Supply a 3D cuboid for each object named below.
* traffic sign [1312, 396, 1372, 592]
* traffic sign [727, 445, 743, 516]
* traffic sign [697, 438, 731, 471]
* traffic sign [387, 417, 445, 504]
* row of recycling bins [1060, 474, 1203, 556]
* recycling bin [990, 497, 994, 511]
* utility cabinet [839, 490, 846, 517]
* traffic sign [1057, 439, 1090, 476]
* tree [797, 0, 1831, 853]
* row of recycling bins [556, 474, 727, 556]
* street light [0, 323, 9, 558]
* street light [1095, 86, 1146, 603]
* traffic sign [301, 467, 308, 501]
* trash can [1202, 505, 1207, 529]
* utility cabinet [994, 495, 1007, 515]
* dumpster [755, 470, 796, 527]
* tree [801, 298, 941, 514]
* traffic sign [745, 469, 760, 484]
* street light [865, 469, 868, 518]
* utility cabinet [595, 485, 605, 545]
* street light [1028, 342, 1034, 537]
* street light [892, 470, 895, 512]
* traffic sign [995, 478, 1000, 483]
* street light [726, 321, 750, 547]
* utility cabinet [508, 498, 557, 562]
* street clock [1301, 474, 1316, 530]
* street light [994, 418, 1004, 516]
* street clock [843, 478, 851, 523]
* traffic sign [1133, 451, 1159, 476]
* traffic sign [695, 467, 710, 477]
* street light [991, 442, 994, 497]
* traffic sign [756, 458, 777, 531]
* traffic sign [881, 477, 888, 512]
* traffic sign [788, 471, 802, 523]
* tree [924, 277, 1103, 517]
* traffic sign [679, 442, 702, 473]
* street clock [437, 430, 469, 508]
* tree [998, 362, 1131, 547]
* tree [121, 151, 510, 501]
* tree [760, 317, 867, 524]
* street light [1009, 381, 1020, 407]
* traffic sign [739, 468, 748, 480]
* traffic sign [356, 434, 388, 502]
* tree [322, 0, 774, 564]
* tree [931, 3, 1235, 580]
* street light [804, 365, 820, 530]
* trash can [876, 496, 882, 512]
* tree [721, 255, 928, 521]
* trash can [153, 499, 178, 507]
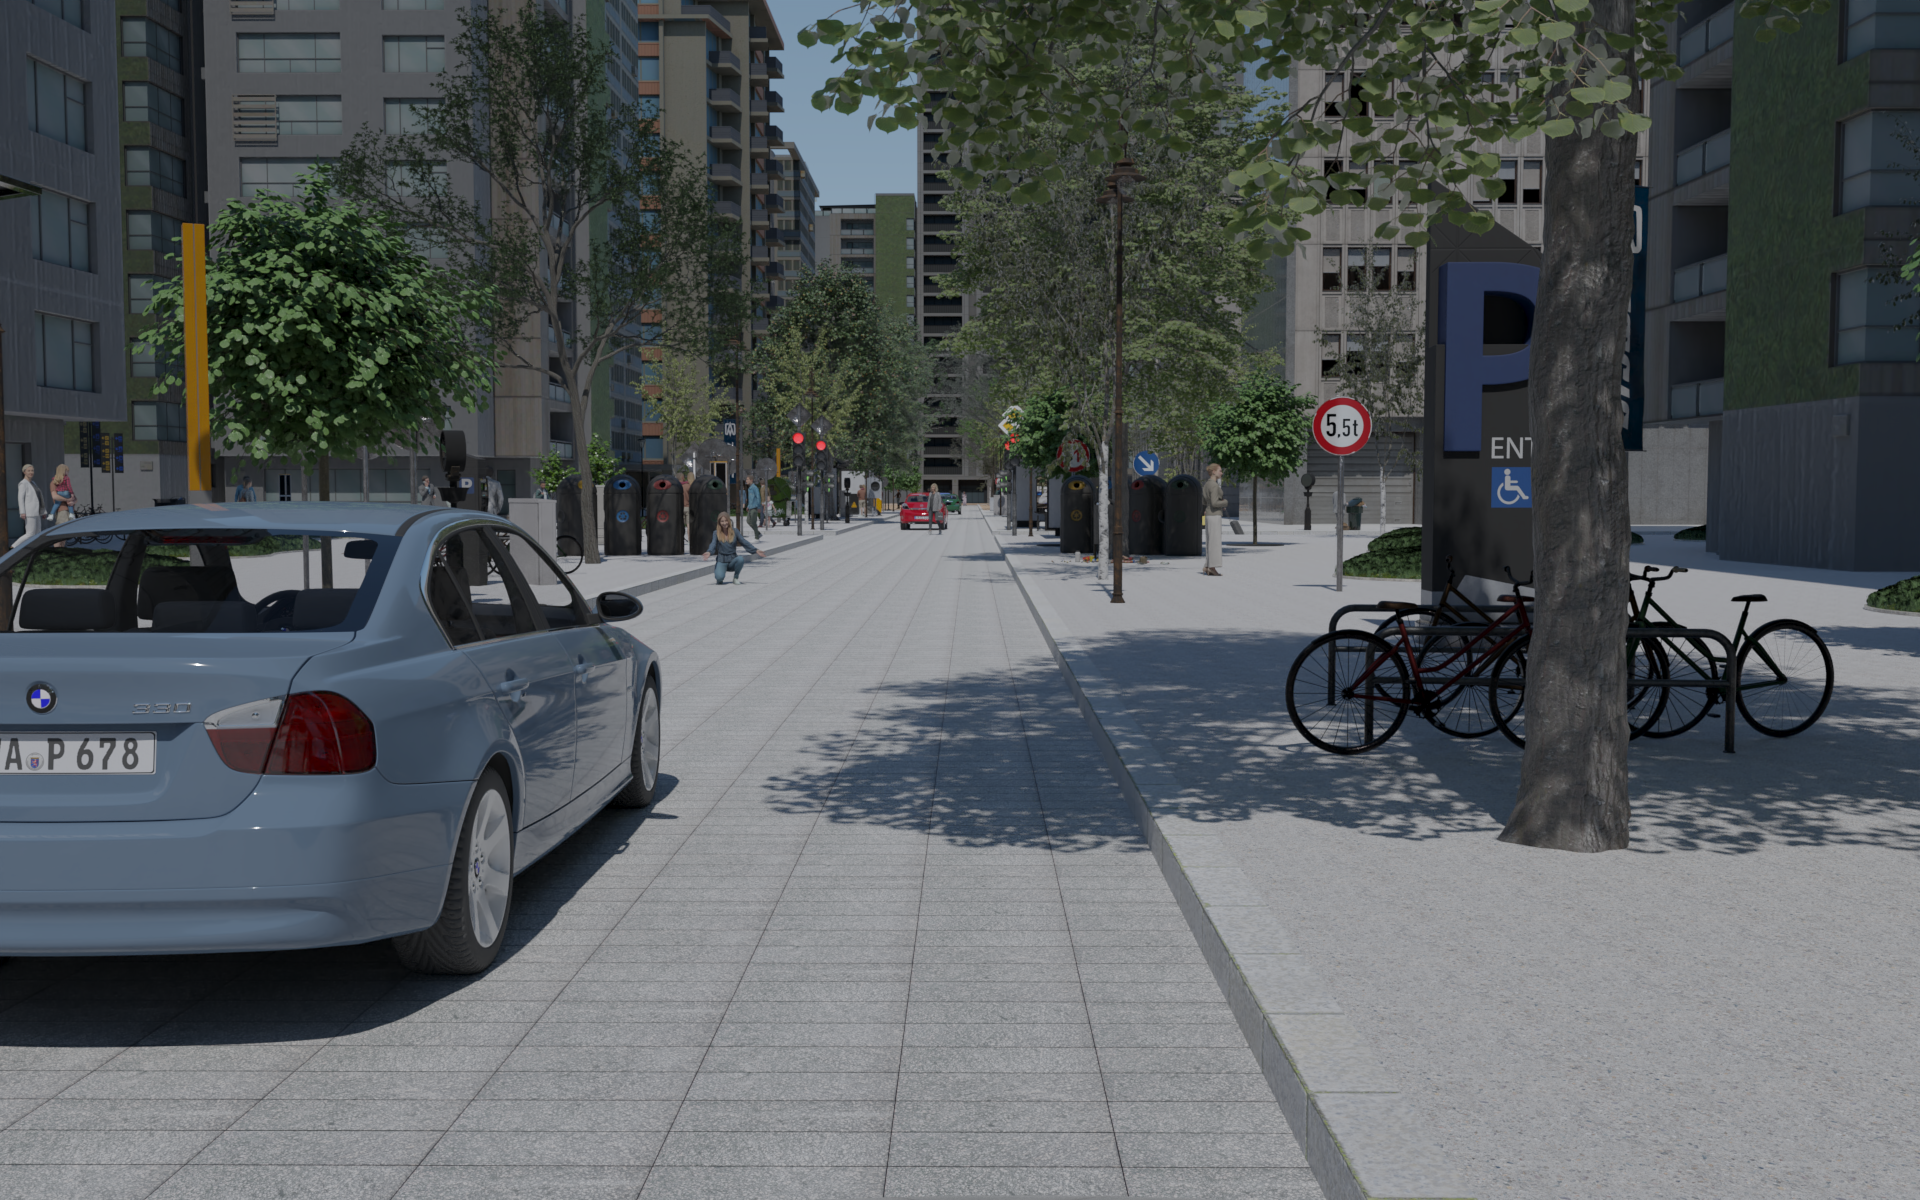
[{"bbox_3d":[4.993,-1.383,22.715,0.768,2.556,0.104,0,4,5],"label":"traffic sign"},{"bbox_3d":[-5.964,-2.719,44.557,0.768,2.556,0.104,0,4,5],"label":"traffic sign"},{"bbox_3d":[-5.599,-2.404,39.405,0.768,2.556,0.104,0,4,2],"label":"traffic sign"},{"bbox_3d":[-6.451,-1.245,20.460,0.768,2.556,0.104,0,4,7],"label":"traffic sign"},{"bbox_3d":[3.632,-1.824,36.939,3.534,1.692,1.069,3,5,40],"label":"row of recycling bins"},{"bbox_3d":[2.684,-7.132,129.164,0.722,1.027,0.722,1,4,23],"label":"recycling bin"},{"bbox_3d":[-6.538,-5.353,96.202,0.318,1.500,1.173,0,4,-7],"label":"utility cabinet"},{"bbox_3d":[2.622,-2.446,40.099,0.768,2.556,0.104,0,4,7],"label":"traffic sign"},{"bbox_3d":[2.673,-5.382,6.128,7.486,12.596,7.792,0,3,0],"label":"tree"},{"bbox_3d":[-6.671,-1.790,36.382,3.534,1.692,1.069,-1,4,-11],"label":"row of recycling bins"},{"bbox_3d":[-5.651,-2.281,10.084,0.468,5.910,1.993,0,4,0],"label":"street light"},{"bbox_3d":[1.859,-2.902,20.239,0.468,5.910,1.993,0,4,0],"label":"street light"},{"bbox_3d":[-7.490,-1.210,19.795,0.884,2.594,0.081,0,4,8],"label":"traffic sign"},{"bbox_3d":[8.997,-3.160,63.327,0.748,1.137,0.748,0,3,0],"label":"trash can"},{"bbox_3d":[2.569,-5.761,105.350,1.020,1.237,0.306,1,4,19],"label":"utility cabinet"},{"bbox_3d":[-7.391,-4.079,69.186,1.502,2.255,1.985,0,4,1],"label":"dumpster"},{"bbox_3d":[-6.047,-12.568,112.137,9.857,13.997,8.962,0,3,0],"label":"tree"},{"bbox_3d":[-8.454,-4.184,70.533,0.606,2.300,0.079,0,4,5],"label":"traffic sign"},{"bbox_3d":[-5.102,-7.423,94.157,0.468,5.910,1.993,0,4,0],"label":"street light"},{"bbox_3d":[-8.816,-2.126,43.443,1.173,1.500,0.318,-2,4,-25],"label":"utility cabinet"},{"bbox_3d":[2.139,-4.853,52.141,0.468,5.910,1.993,0,4,0],"label":"street light"},{"bbox_3d":[-4.855,-9.385,126.238,0.468,5.910,1.993,0,4,0],"label":"street light"},{"bbox_3d":[2.897,-7.543,123.442,0.768,2.556,0.104,0,4,5],"label":"traffic sign"},{"bbox_3d":[-5.397,-4.232,41.986,0.468,5.910,1.993,0,4,0],"label":"street light"},{"bbox_3d":[-6.100,-0.832,24.758,0.306,1.237,1.020,-3,4,-37],"label":"utility cabinet"},{"bbox_3d":[12.292,-3.462,61.180,0.358,2.002,0.471,-3,5,-45],"label":"street clock"},{"bbox_3d":[2.419,-7.965,103.007,0.468,5.910,1.993,0,4,0],"label":"street light"},{"bbox_3d":[-4.932,-4.359,75.840,0.358,2.002,0.471,-1,4,-13],"label":"street clock"},{"bbox_3d":[5.448,-3.097,50.745,0.768,2.556,0.104,0,4,3],"label":"traffic sign"},{"bbox_3d":[-7.954,-3.267,53.517,0.768,2.556,0.104,0,4,6],"label":"traffic sign"},{"bbox_3d":[2.624,-9.916,134.909,0.468,5.910,1.993,0,4,0],"label":"street light"},{"bbox_3d":[-6.789,-3.709,60.748,0.768,2.556,0.104,0,4,3],"label":"traffic sign"},{"bbox_3d":[-5.587,-7.699,125.991,0.768,2.556,0.104,0,4,2],"label":"traffic sign"},{"bbox_3d":[-7.385,-4.617,77.621,0.606,2.300,0.079,0,4,3],"label":"traffic sign"},{"bbox_3d":[2.975,-11.322,95.490,12.009,13.543,11.850,0,3,0],"label":"tree"},{"bbox_3d":[-6.740,-2.702,43.911,0.795,2.593,0.064,0,4,7],"label":"traffic sign"},{"bbox_3d":[-5.757,-0.926,19.703,0.358,2.002,0.471,-2,4,-26],"label":"street clock"},{"bbox_3d":[2.689,-3.610,42.736,4.285,4.588,4.351,0,3,0],"label":"tree"},{"bbox_3d":[-6.258,-2.024,16.812,4.285,4.588,4.351,0,3,0],"label":"tree"},{"bbox_3d":[-6.236,-7.490,72.818,4.737,8.622,4.395,0,3,0],"label":"tree"},{"bbox_3d":[2.206,-6.009,71.041,0.468,5.910,1.993,0,4,0],"label":"street light"},{"bbox_3d":[-8.429,-4.032,65.929,0.884,2.594,0.081,0,4,4],"label":"traffic sign"},{"bbox_3d":[-8.649,-1.536,25.226,0.768,2.556,0.104,0,4,7],"label":"traffic sign"},{"bbox_3d":[-7.011,-5.958,31.829,7.601,10.594,8.767,3,5,41],"label":"tree"},{"bbox_3d":[1.907,-4.608,25.697,4.360,8.622,3.978,0,3,0],"label":"tree"},{"bbox_3d":[-5.307,-5.472,62.255,0.468,5.910,1.993,0,4,0],"label":"street light"},{"bbox_3d":[-5.969,-6.947,125.240,0.748,1.137,0.748,0,3,0],"label":"trash can"},{"bbox_3d":[-6.299,-10.161,83.138,9.611,12.733,9.660,0,3,0],"label":"tree"},{"bbox_3d":[-24.360,-2.536,53.124,0.748,1.137,0.748,0,3,0],"label":"trash can"}]
